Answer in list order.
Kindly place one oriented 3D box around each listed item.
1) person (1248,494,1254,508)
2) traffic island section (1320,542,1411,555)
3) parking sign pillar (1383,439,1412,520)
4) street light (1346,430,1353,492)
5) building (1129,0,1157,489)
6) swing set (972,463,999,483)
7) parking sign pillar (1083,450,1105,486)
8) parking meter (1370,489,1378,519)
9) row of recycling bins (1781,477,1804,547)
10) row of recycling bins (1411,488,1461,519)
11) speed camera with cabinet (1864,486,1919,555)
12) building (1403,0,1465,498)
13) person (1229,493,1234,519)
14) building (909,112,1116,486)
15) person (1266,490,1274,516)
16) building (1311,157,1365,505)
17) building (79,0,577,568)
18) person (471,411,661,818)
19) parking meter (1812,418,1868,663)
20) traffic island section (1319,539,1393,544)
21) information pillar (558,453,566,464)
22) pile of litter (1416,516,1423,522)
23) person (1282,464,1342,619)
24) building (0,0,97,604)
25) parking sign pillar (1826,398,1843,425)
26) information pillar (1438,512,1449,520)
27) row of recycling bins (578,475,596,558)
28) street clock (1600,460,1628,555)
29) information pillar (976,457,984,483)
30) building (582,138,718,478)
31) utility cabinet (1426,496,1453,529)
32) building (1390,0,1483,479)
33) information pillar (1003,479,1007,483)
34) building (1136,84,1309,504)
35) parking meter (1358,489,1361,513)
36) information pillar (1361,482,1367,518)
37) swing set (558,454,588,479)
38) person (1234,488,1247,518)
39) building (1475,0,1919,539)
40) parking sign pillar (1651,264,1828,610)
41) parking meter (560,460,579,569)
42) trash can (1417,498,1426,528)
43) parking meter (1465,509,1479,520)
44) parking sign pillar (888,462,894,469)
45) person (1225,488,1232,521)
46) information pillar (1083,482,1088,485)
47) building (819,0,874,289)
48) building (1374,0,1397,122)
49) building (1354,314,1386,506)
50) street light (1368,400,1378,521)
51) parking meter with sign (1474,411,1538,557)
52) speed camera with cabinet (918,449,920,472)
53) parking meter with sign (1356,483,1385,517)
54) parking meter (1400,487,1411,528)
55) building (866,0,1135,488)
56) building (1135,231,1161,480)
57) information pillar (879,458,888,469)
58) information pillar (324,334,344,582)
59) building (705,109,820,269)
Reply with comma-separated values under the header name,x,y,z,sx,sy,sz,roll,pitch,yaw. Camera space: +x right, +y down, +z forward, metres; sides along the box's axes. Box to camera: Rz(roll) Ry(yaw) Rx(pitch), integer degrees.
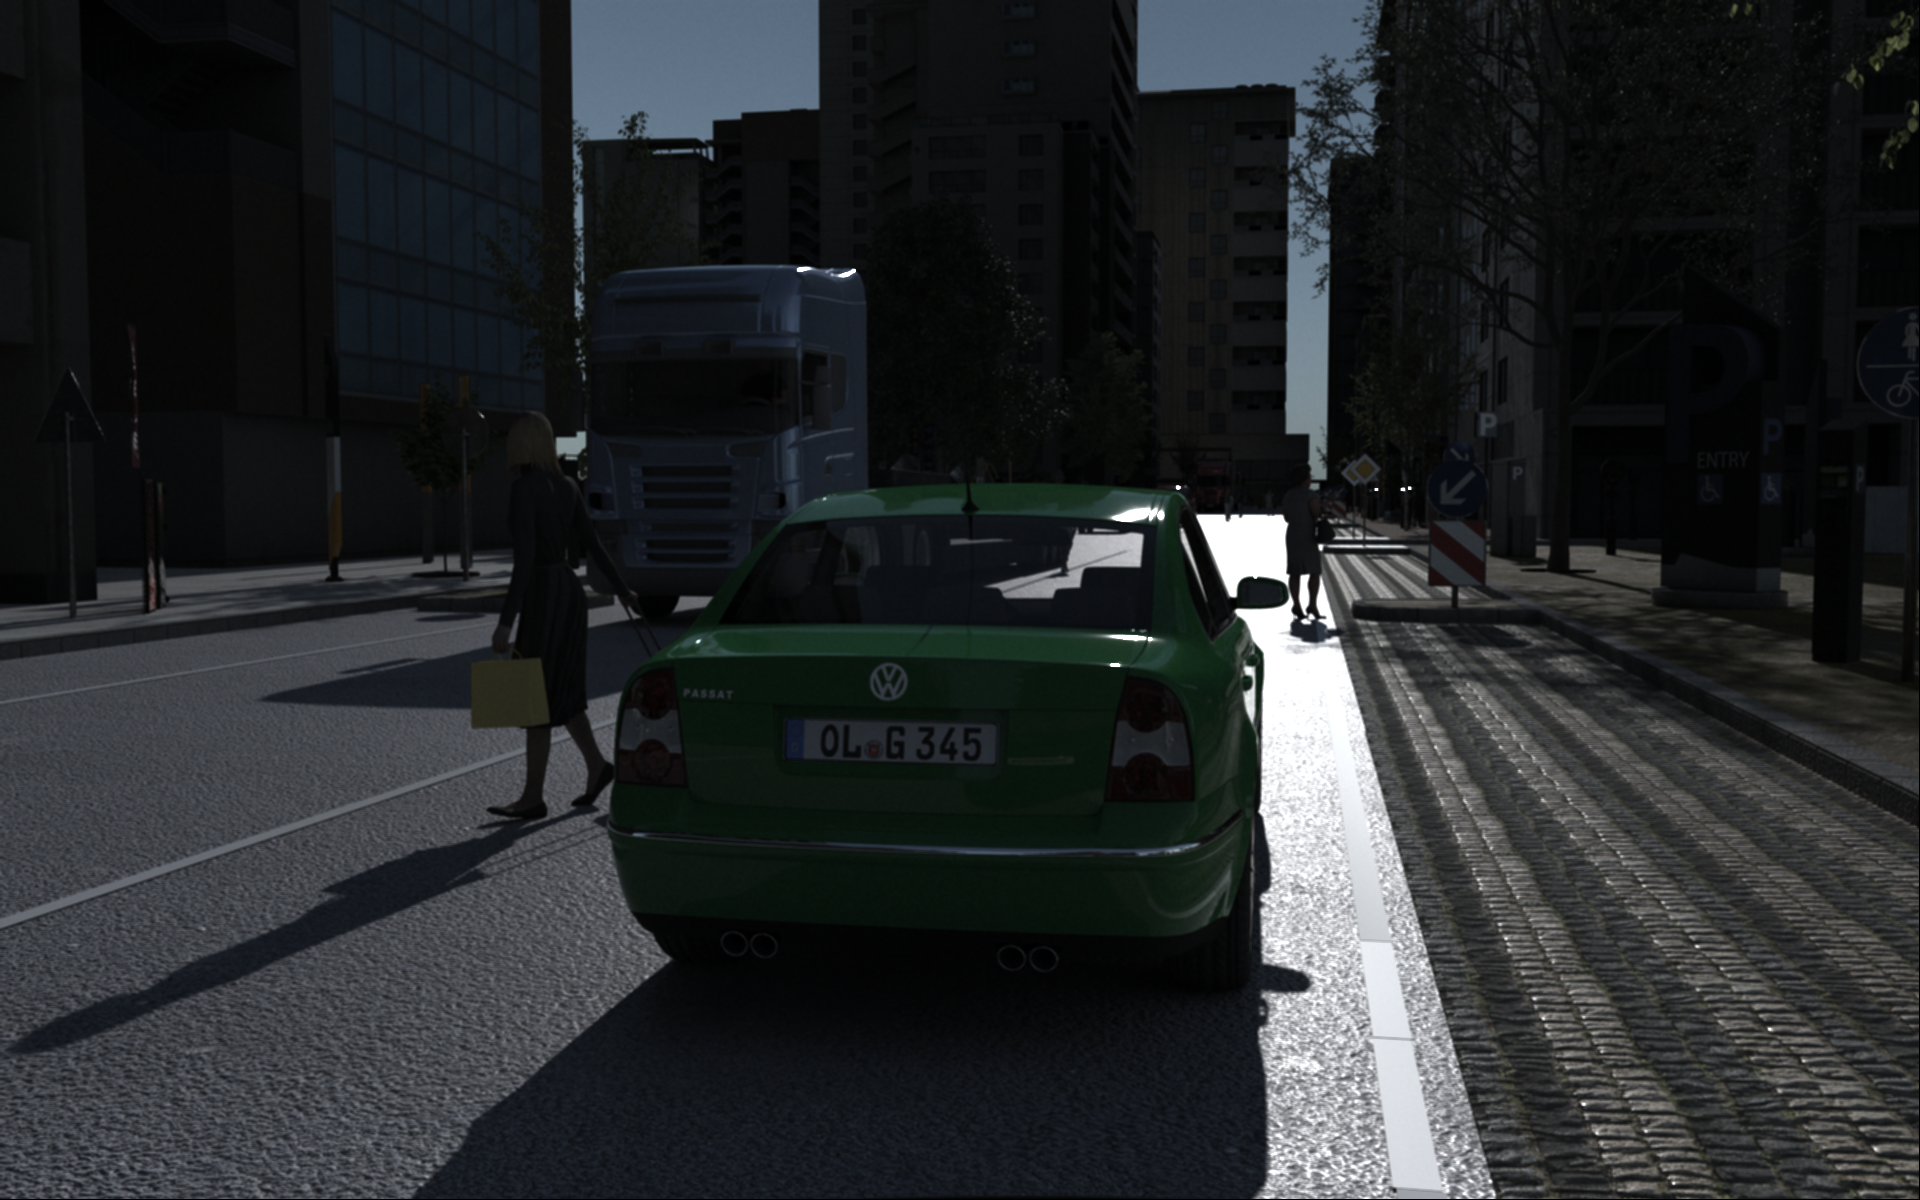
name,x,y,z,sx,sy,sz,roll,pitch,yaw
person,29.955,-10.204,178.564,0.697,1.427,0.421,-2,4,-31
traffic island section,9.898,-1.227,42.340,2.009,0.180,2.903,1,4,11
parking sign pillar,21.495,-5.899,84.924,1.447,3.967,1.447,-2,4,-27
street light,27.648,-9.186,122.984,0.468,5.910,1.993,1,4,11
building,9.238,-44.938,172.995,20.563,71.187,20.611,1,4,11
swing set,1.354,-5.516,87.808,2.862,2.851,3.119,0,4,8
parking sign pillar,8.222,-7.219,106.503,1.447,3.967,1.447,0,4,-5
parking meter,21.164,-4.905,88.604,0.372,1.533,0.369,0,3,0
row of recycling bins,18.340,-2.012,40.016,3.534,1.692,1.069,2,4,27
row of recycling bins,24.021,-5.026,89.287,3.534,1.692,1.069,0,4,6
speed camera with cabinet,19.427,-2.612,37.038,0.660,3.252,2.038,-3,4,-38
building,39.111,-29.694,105.102,23.786,49.044,30.456,1,4,11
person,15.549,-5.436,99.969,0.503,1.515,0.523,0,4,2
building,4.398,-22.224,135.062,14.160,30.474,14.107,1,4,11
person,19.991,-6.260,111.858,0.512,1.701,0.522,-1,4,-18
building,58.799,-34.346,216.179,28.867,44.769,22.147,1,4,11
building,-17.874,-23.645,36.708,14.200,45.320,14.600,1,4,11
person,-1.567,0.045,7.986,1.509,1.804,0.699,-3,4,-38
parking meter,6.738,-0.462,13.266,0.255,1.863,0.399,3,5,45
traffic island section,11.425,-1.706,50.178,2.009,0.180,2.903,1,4,11
information pillar,-22.512,-6.520,97.963,0.504,3.616,0.183,1,4,8
pile of litter,21.430,-4.005,79.452,1.176,0.858,1.719,3,5,40
person,4.061,-0.675,19.887,0.532,1.782,0.716,-3,4,-36
building,-22.904,-23.702,11.233,21.300,48.544,21.600,1,4,11
parking sign pillar,17.600,-2.869,35.387,1.447,3.967,1.447,1,4,16
information pillar,14.240,-2.844,50.990,0.304,2.012,0.304,1,4,20
row of recycling bins,-7.624,-1.707,35.024,3.534,1.692,1.069,2,4,32
street clock,13.721,-1.950,36.451,0.471,2.002,0.358,1,4,16
information pillar,0.972,-5.744,85.268,0.183,3.616,0.504,3,5,43
building,-34.584,-31.697,201.841,14.086,41.232,14.154,1,4,11
utility cabinet,17.695,-3.219,63.788,1.020,1.237,0.306,0,4,-2
building,39.779,-29.293,129.053,14.600,45.320,14.200,1,4,11
information pillar,2.115,-4.952,85.458,0.304,2.012,0.304,2,4,31
building,31.476,-38.872,224.800,27.495,52.752,28.713,1,4,11
parking meter,27.214,-6.850,117.713,0.255,1.863,0.399,1,4,15
information pillar,21.832,-5.448,93.574,0.304,2.012,0.304,1,4,9
swing set,-15.283,-4.408,69.692,2.862,2.851,3.119,1,4,16
person,17.102,-5.913,105.533,0.721,1.781,0.623,3,5,45
building,28.614,-37.738,55.265,20.611,71.187,20.563,1,4,11
parking sign pillar,8.723,-1.916,19.800,1.447,3.967,1.447,-2,4,-28
parking meter,-6.717,-1.470,29.739,0.255,1.863,0.399,-2,4,-29
trash can,17.750,-3.320,65.933,0.748,1.137,0.748,0,3,0
parking meter,15.976,-2.960,54.101,0.399,1.863,0.255,3,4,37
parking sign pillar,-4.181,-7.233,106.726,1.447,3.967,1.447,-1,4,-17
person,14.172,-5.045,91.528,0.362,1.759,0.519,1,4,20
information pillar,7.497,-6.075,103.825,0.304,2.012,0.304,0,4,5
building,-2.858,-46.057,191.279,20.611,71.187,20.563,1,4,11
building,47.091,-30.275,149.624,22.147,44.769,28.867,1,4,11
building,55.184,-20.373,178.132,27.650,21.520,28.899,1,4,11
street light,19.984,-6.787,83.752,0.468,5.910,1.993,1,4,11
parking meter with sign,11.335,-2.421,35.844,0.543,3.016,1.738,-1,4,-15
speed camera with cabinet,-1.757,-5.065,77.152,0.660,3.252,2.038,1,4,18
parking meter with sign,22.943,-6.142,96.685,1.738,3.016,0.543,3,4,39
parking meter,16.690,-3.451,64.841,0.372,1.533,0.369,0,3,0
building,3.688,-32.361,152.803,21.300,48.544,21.600,1,4,11
building,15.106,-25.751,192.733,14.107,30.474,14.160,1,4,11
information pillar,-3.230,-4.986,72.874,0.183,3.616,0.504,-3,5,-44
information pillar,-9.155,-2.076,25.297,0.183,3.616,0.504,-2,4,-33
building,-20.086,-33.575,199.063,14.200,45.320,14.600,1,4,11
